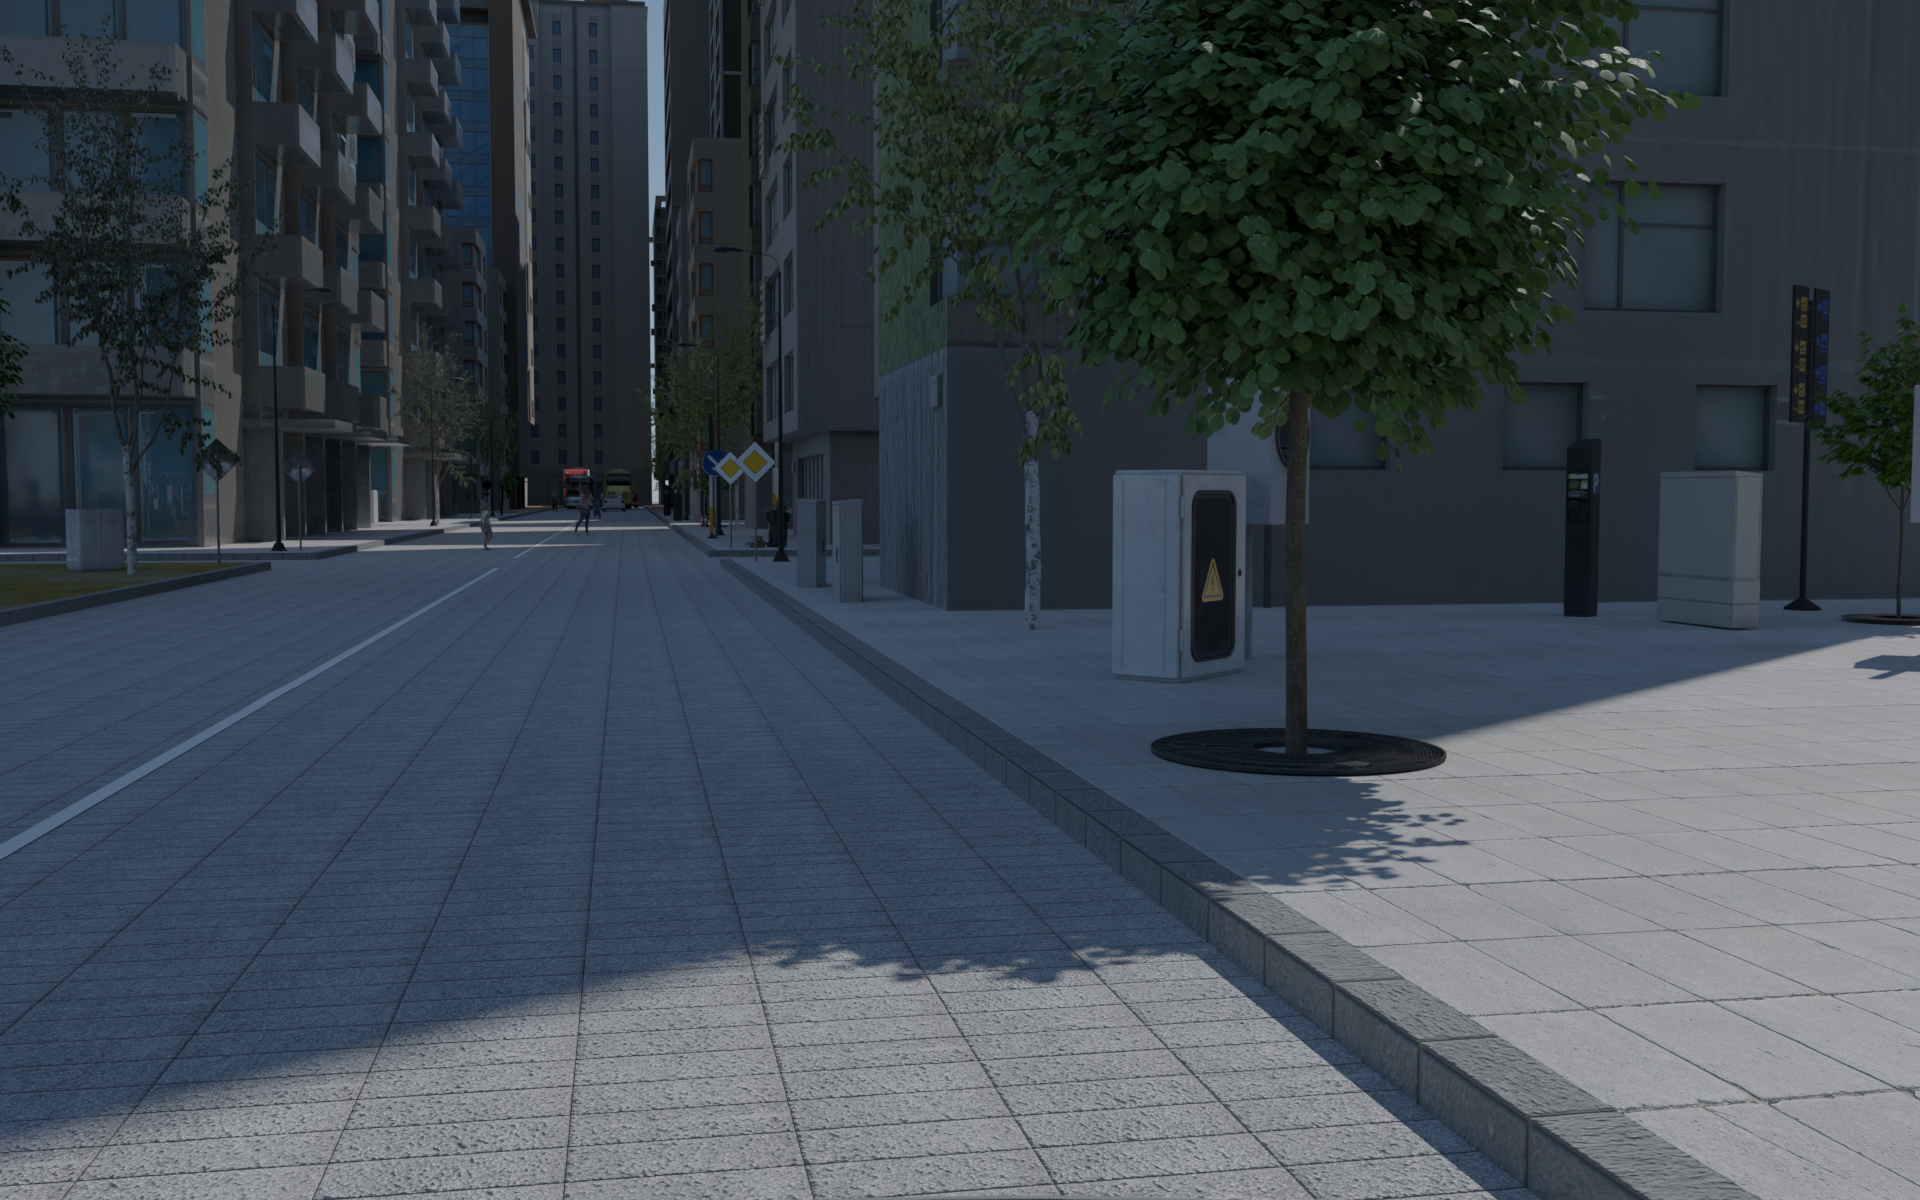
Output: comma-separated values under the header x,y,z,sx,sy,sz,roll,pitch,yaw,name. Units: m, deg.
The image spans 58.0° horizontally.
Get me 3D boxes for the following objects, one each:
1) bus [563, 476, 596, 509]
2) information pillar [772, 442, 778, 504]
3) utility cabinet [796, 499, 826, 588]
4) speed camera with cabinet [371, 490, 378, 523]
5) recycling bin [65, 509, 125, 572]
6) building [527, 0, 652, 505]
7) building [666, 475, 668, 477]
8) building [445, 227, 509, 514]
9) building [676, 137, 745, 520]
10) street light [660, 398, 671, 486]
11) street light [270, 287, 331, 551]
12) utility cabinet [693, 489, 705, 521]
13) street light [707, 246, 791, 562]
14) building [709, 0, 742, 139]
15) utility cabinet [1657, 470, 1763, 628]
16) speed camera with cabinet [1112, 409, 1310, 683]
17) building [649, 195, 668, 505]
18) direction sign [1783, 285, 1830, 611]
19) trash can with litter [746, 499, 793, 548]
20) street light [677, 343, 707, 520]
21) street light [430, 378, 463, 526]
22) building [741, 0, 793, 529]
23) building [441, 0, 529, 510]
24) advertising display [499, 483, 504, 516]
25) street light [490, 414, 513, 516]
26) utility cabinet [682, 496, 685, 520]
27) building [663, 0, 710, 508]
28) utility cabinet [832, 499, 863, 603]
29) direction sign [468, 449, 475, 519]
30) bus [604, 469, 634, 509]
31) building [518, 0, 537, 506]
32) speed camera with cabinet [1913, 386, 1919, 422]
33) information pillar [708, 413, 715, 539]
x,y,z,sx,sy,sz,roll,pitch,yaw,name
-36.680,-10.559,167.506,2.948,3.499,13.247,-1,4,-11,bus
-5.757,-3.878,54.757,0.183,3.616,0.504,2,4,26,information pillar
-2.055,-0.792,24.116,0.306,1.237,1.020,0,4,2,utility cabinet
-26.601,-4.984,75.816,2.038,3.252,0.660,0,4,2,speed camera with cabinet
-14.489,-1.006,29.009,0.722,1.027,0.722,-3,5,-42,recycling bin
-51.001,-40.515,204.425,28.212,58.520,21.231,-1,4,-11,building
-17.621,-33.954,174.755,23.786,49.044,30.456,-1,4,-11,building
-47.652,-17.068,124.107,27.650,21.520,28.899,-1,4,-11,building
-2.037,-15.646,100.854,27.650,21.520,28.899,-1,4,-11,building
-13.833,-6.822,84.086,1.470,5.913,1.316,-1,4,-11,street light
-14.796,-4.058,38.894,1.470,5.913,1.316,-1,4,-11,street light
-12.275,-4.470,81.766,0.318,1.500,1.173,1,4,16,utility cabinet
-3.931,-3.677,32.665,1.470,5.913,1.316,-1,4,-11,street light
-9.824,-42.135,127.164,20.563,71.187,20.611,-1,4,-11,building
7.283,-0.499,16.836,0.318,1.500,1.173,-1,4,-12,utility cabinet
1.868,-1.116,12.578,0.660,3.252,2.038,3,4,36,speed camera with cabinet
-26.037,-31.973,214.631,23.993,40.220,32.217,-1,4,-11,building
9.336,-1.657,19.093,0.876,3.537,0.379,-3,5,-41,direction sign
-4.572,-1.846,41.577,1.055,1.170,0.624,-2,4,-32,trash can with litter
-7.976,-4.942,53.344,1.470,5.913,1.316,-1,4,-11,street light
-20.531,-5.914,69.232,1.470,5.913,1.316,-1,4,-11,street light
-1.961,-18.282,70.608,14.160,30.474,14.107,-1,4,-11,building
-44.141,-30.337,146.121,14.600,45.320,14.200,-1,4,-11,building
-27.094,-5.938,102.293,0.123,1.923,0.974,-1,4,-23,advertising display
-26.450,-7.791,99.923,1.470,5.913,1.316,-1,4,-11,street light
-14.049,-4.627,86.816,0.306,1.237,1.020,-2,4,-23,utility cabinet
-14.282,-32.124,148.937,21.300,48.544,21.600,-1,4,-11,building
-1.368,-0.598,20.940,0.306,1.237,1.020,-1,4,-9,utility cabinet
-24.888,-5.882,88.165,0.379,3.537,0.876,-1,4,-19,direction sign
-32.961,-10.749,167.291,2.896,3.916,12.252,-1,4,-11,bus
-55.848,-35.469,169.152,27.495,52.752,28.713,-1,4,-11,building
8.641,-1.178,13.598,2.038,3.252,0.660,2,4,29,speed camera with cabinet
-7.178,-3.591,50.063,0.183,3.616,0.504,0,4,-1,information pillar
